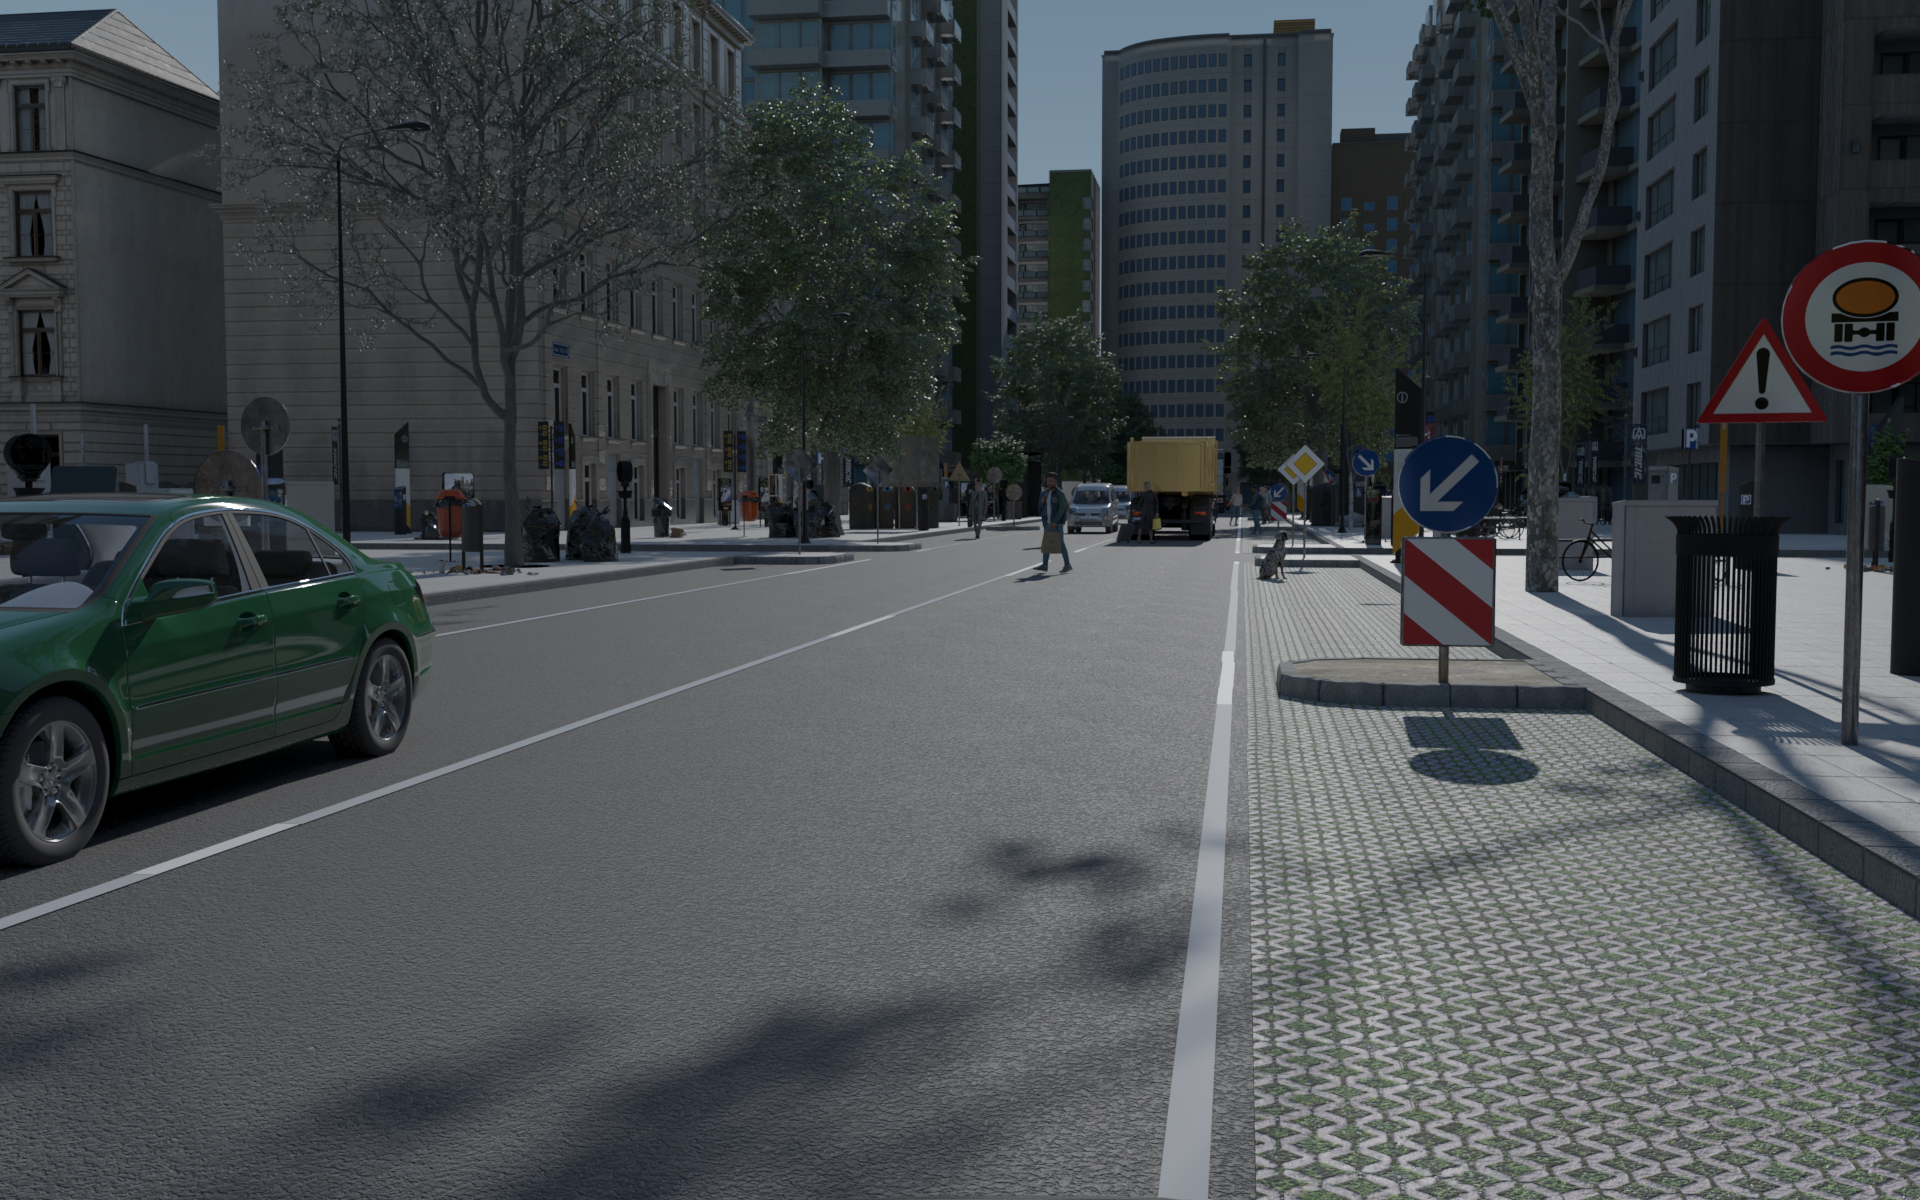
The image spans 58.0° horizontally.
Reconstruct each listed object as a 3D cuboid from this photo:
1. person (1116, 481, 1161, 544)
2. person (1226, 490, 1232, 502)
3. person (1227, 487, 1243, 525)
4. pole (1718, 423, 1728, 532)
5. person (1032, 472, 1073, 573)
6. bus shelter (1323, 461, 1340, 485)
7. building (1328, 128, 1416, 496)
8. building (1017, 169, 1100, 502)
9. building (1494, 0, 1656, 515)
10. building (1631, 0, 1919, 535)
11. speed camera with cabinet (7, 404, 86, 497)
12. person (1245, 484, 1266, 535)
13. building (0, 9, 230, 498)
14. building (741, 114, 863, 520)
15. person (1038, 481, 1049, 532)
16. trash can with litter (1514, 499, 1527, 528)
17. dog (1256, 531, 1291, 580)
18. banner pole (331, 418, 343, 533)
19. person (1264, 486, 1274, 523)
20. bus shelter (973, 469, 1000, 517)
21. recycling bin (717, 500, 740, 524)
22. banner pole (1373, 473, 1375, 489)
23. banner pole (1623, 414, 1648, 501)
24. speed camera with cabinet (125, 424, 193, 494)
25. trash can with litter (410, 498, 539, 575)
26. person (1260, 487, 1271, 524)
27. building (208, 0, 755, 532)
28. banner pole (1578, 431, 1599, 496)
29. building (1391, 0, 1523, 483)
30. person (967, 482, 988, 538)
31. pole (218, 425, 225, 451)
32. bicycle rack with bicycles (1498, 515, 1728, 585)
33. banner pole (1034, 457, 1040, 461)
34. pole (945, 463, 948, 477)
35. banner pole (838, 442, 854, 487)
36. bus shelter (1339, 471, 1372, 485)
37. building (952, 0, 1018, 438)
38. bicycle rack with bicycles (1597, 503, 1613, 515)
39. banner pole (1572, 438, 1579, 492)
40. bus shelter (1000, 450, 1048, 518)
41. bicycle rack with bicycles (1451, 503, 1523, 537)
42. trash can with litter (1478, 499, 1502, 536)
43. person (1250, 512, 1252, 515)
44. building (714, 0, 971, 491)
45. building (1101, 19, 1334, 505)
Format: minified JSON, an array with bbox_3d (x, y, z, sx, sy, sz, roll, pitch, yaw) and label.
[{"bbox_3d":[5.247,-2.555,50.489,0.699,1.804,1.509,-2,4,-28],"label":"person"},{"bbox_3d":[27.656,-10.404,178.591,1.348,1.826,0.705,-1,4,-18],"label":"person"},{"bbox_3d":[12.588,-4.310,79.635,0.731,1.740,0.598,-2,4,-24],"label":"person"},{"bbox_3d":[18.012,-2.878,40.897,0.158,3.312,0.155,0,3,0],"label":"pole"},{"bbox_3d":[1.704,-1.396,31.311,0.713,1.824,0.794,-1,4,-11],"label":"person"},{"bbox_3d":[23.453,-7.028,108.829,2.014,3.302,5.546,1,4,9],"label":"bus shelter"},{"bbox_3d":[52.769,-34.519,214.496,14.200,45.320,14.600,1,4,9],"label":"building"},{"bbox_3d":[10.455,-32.897,221.459,14.086,41.232,14.154,1,4,9],"label":"building"},{"bbox_3d":[42.819,-27.118,98.010,22.147,44.769,28.867,1,4,9],"label":"building"},{"bbox_3d":[31.278,-17.473,57.385,14.107,30.474,14.160,1,4,9],"label":"building"},{"bbox_3d":[-20.245,-2.717,38.752,0.660,3.252,2.038,1,4,21],"label":"speed camera with cabinet"},{"bbox_3d":[10.357,-3.169,60.664,0.721,1.781,0.623,1,4,12],"label":"person"},{"bbox_3d":[-38.474,-12.283,65.458,19.286,19.102,10.561,1,4,9],"label":"building"},{"bbox_3d":[-14.315,-15.458,94.541,13.314,21.916,24.055,1,4,9],"label":"building"},{"bbox_3d":[2.437,-2.374,47.497,0.721,1.800,0.419,-2,4,-35],"label":"person"},{"bbox_3d":[21.294,-3.288,65.141,1.055,1.170,0.624,-2,4,-31],"label":"trash can with litter"},{"bbox_3d":[5.133,-0.745,29.010,0.800,0.831,0.513,1,4,10],"label":"dog"},{"bbox_3d":[-20.352,-4.074,56.627,0.401,3.779,0.863,0,4,3],"label":"banner pole"},{"bbox_3d":[15.055,-4.656,84.647,0.620,1.820,0.660,-2,4,-34],"label":"person"},{"bbox_3d":[2.080,-6.738,101.441,1.731,3.624,6.357,1,4,9],"label":"bus shelter"},{"bbox_3d":[-9.866,-3.748,73.838,0.722,1.027,0.722,2,4,29],"label":"recycling bin"},{"bbox_3d":[25.304,-7.088,105.909,0.401,3.779,0.863,0,4,5],"label":"banner pole"},{"bbox_3d":[21.127,-3.937,54.382,0.863,3.779,0.401,1,4,19],"label":"banner pole"},{"bbox_3d":[-23.077,-3.402,49.959,0.660,3.252,2.038,1,4,18],"label":"speed camera with cabinet"},{"bbox_3d":[-7.704,-1.027,27.851,2.233,1.210,1.678,3,5,40],"label":"trash can with litter"},{"bbox_3d":[14.484,-4.529,83.031,0.515,1.767,0.782,-3,5,-43],"label":"person"},{"bbox_3d":[-17.633,-16.685,70.058,12.463,27.353,25.104,1,4,9],"label":"building"},{"bbox_3d":[25.132,-4.822,68.857,0.401,3.779,0.863,-1,4,-13],"label":"banner pole"},{"bbox_3d":[53.478,-33.147,161.567,23.786,49.044,30.456,1,4,9],"label":"building"},{"bbox_3d":[0.555,-2.896,55.953,0.694,1.812,0.767,1,4,22],"label":"person"},{"bbox_3d":[-21.956,-3.530,51.552,0.158,3.312,0.155,0,3,0],"label":"pole"},{"bbox_3d":[9.890,-0.703,24.871,2.925,0.926,2.852,-1,4,-21],"label":"bicycle rack with bicycles"},{"bbox_3d":[4.714,-7.131,106.608,0.401,3.779,0.863,2,4,32],"label":"banner pole"},{"bbox_3d":[-0.905,-7.323,113.582,0.158,3.312,0.155,0,3,0],"label":"pole"},{"bbox_3d":[-4.863,-5.080,73.070,0.863,3.779,0.401,0,4,-2],"label":"banner pole"},{"bbox_3d":[20.059,-5.945,88.484,1.731,3.624,6.357,1,4,9],"label":"bus shelter"},{"bbox_3d":[-8.576,-38.805,176.454,28.212,58.520,21.231,1,4,9],"label":"building"},{"bbox_3d":[26.881,-3.523,70.988,2.852,0.926,2.925,1,4,18],"label":"bicycle rack with bicycles"},{"bbox_3d":[27.598,-5.345,77.407,0.863,3.779,0.401,-1,4,-17],"label":"banner pole"},{"bbox_3d":[3.625,-6.356,95.199,1.731,3.624,6.357,1,4,9],"label":"bus shelter"},{"bbox_3d":[15.243,-2.212,49.543,2.925,0.926,2.852,2,4,34],"label":"bicycle rack with bicycles"},{"bbox_3d":[16.368,-2.584,53.641,0.624,1.170,1.055,2,4,31],"label":"trash can with litter"},{"bbox_3d":[19.348,-6.185,113.873,0.306,1.304,0.590,-3,5,-42],"label":"person"},{"bbox_3d":[-12.166,-31.663,137.297,23.786,49.044,30.456,1,4,9],"label":"building"},{"bbox_3d":[32.338,-41.502,220.559,28.212,58.520,21.231,1,4,9],"label":"building"}]
